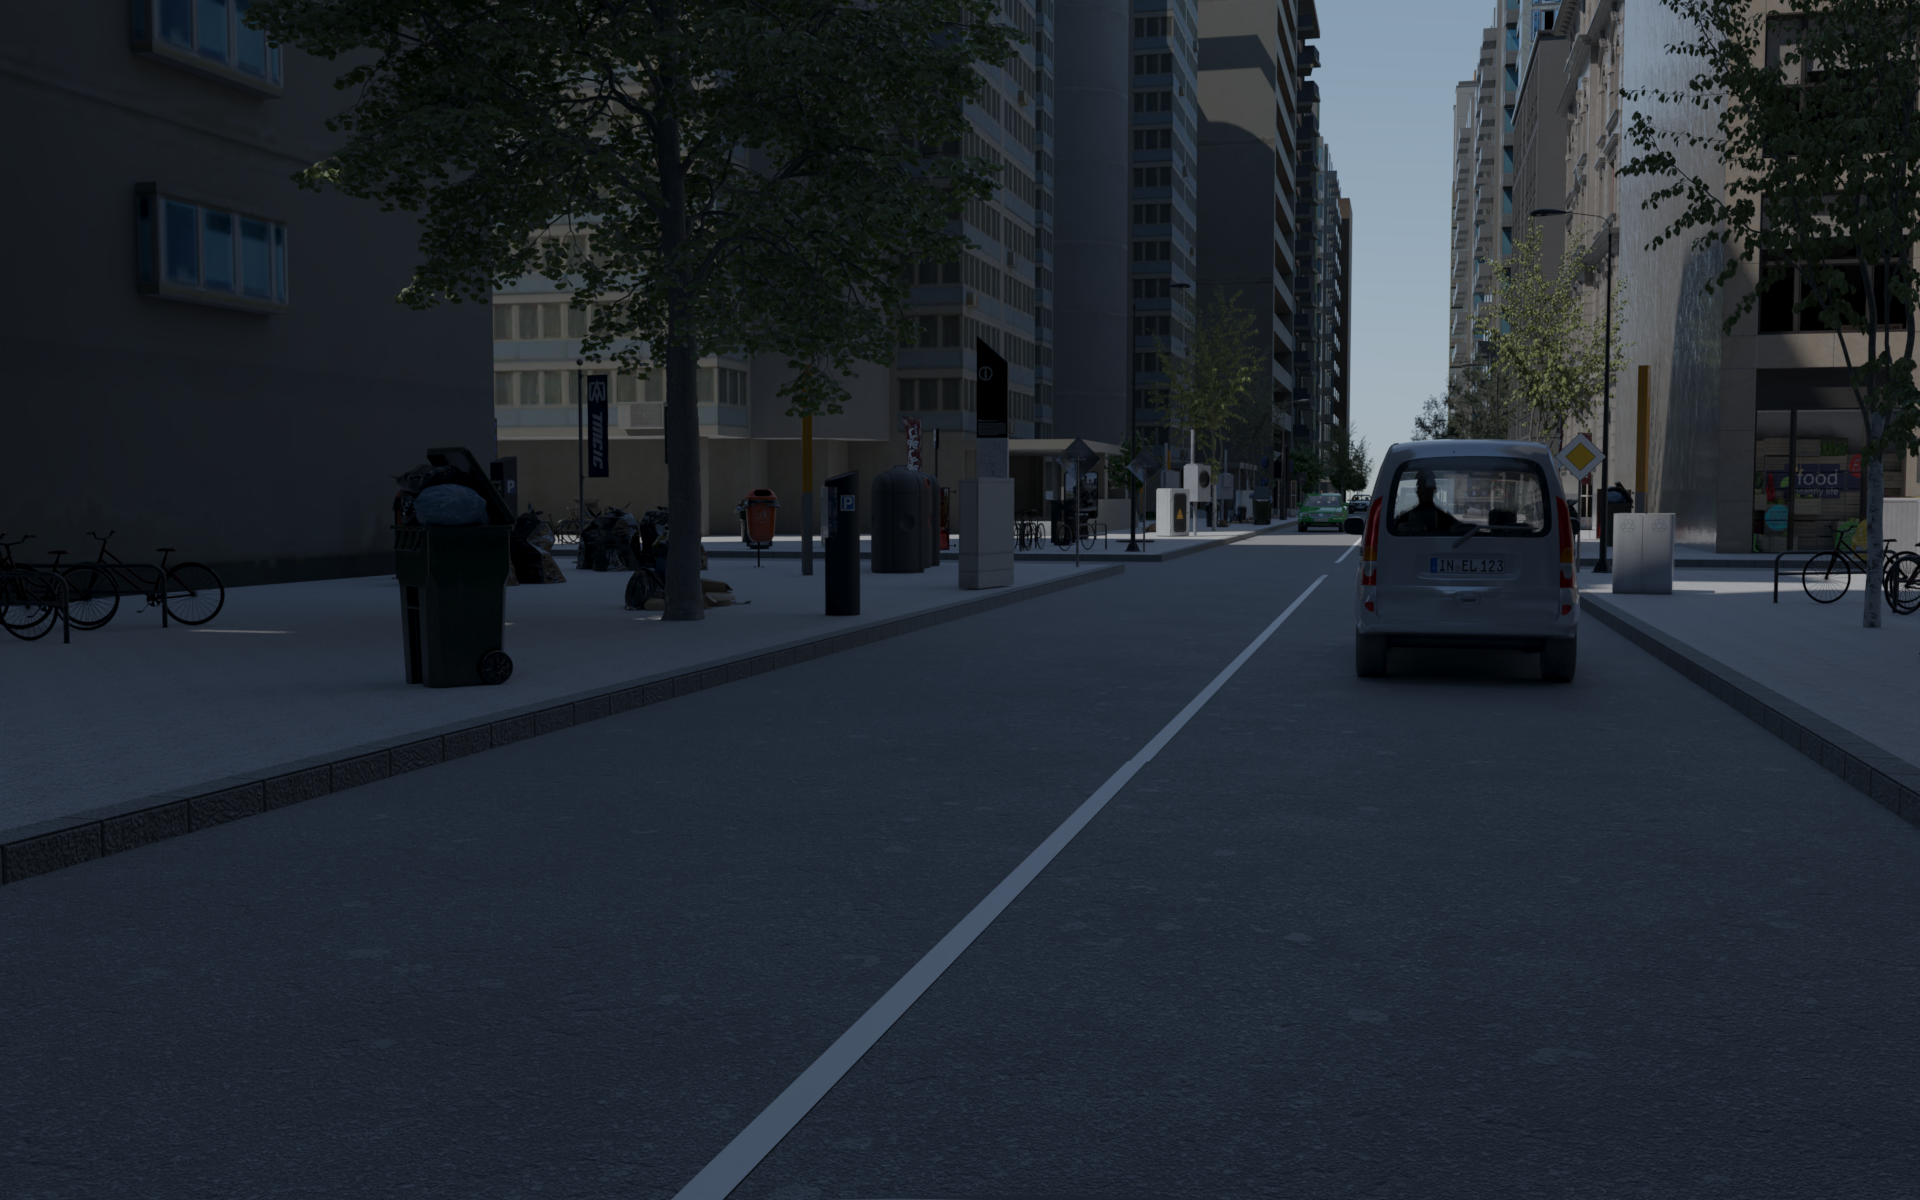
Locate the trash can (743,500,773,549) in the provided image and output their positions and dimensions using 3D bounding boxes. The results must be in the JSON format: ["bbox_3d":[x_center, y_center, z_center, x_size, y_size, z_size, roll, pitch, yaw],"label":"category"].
[{"bbox_3d":[-4.668,-1.751,40.289,0.748,1.137,0.748,0,3,0],"label":"trash can"}]

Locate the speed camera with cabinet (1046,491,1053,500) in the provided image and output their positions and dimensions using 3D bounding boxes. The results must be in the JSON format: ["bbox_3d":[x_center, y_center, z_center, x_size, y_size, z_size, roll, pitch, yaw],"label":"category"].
[{"bbox_3d":[3.927,-5.771,88.695,0.660,3.252,2.038,3,5,41],"label":"speed camera with cabinet"}]

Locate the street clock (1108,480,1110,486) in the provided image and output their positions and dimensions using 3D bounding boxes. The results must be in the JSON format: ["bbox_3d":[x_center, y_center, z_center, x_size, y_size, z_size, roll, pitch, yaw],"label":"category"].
[{"bbox_3d":[6.707,-4.353,75.737,0.471,2.002,0.358,2,4,25],"label":"street clock"}]

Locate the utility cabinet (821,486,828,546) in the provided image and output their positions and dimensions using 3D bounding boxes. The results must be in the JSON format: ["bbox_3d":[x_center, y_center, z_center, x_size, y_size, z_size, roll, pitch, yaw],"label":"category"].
[{"bbox_3d":[-3.042,-2.011,41.560,0.318,1.500,1.173,-1,4,-21],"label":"utility cabinet"}]

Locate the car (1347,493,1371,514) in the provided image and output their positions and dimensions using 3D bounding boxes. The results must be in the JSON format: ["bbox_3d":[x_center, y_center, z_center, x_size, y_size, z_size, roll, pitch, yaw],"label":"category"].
[{"bbox_3d":[29.343,-7.143,126.570,2.009,1.686,4.222,1,4,15],"label":"car"}]

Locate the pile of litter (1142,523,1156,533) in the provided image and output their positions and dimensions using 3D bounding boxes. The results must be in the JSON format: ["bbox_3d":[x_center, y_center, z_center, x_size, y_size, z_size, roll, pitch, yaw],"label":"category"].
[{"bbox_3d":[6.672,-2.716,58.364,1.176,0.858,1.719,2,4,27],"label":"pile of litter"}]

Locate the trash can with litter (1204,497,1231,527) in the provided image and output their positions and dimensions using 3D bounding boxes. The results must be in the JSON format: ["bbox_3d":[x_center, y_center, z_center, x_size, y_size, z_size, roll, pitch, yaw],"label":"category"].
[{"bbox_3d":[9.986,-3.401,67.001,1.055,1.170,0.624,3,5,40],"label":"trash can with litter"}]

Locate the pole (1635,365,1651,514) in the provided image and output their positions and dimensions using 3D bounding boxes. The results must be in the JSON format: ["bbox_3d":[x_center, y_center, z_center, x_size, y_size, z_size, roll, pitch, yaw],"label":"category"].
[{"bbox_3d":[10.834,-2.059,27.507,0.158,3.312,0.155,0,3,0],"label":"pole"}]

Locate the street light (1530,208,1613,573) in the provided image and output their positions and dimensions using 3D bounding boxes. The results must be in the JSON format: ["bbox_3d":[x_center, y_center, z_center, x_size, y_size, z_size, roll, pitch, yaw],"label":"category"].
[{"bbox_3d":[9.959,-3.405,28.209,1.470,5.913,1.316,1,4,14],"label":"street light"}]

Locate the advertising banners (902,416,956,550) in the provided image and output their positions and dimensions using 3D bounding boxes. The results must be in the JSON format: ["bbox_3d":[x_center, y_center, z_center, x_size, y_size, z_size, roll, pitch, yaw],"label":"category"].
[{"bbox_3d":[-0.426,-2.646,39.453,2.074,3.025,0.090,-2,4,-32],"label":"advertising banners"}]

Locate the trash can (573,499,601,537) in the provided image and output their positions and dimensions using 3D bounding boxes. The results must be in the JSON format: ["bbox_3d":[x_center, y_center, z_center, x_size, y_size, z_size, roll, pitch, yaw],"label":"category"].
[{"bbox_3d":[-10.336,-2.222,47.991,0.748,1.137,0.748,0,3,0],"label":"trash can"}]

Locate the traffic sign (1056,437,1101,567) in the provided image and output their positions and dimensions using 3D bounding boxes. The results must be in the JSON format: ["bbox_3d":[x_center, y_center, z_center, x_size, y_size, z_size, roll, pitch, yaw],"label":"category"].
[{"bbox_3d":[2.061,-1.631,30.302,0.795,2.450,0.064,1,4,14],"label":"traffic sign"}]

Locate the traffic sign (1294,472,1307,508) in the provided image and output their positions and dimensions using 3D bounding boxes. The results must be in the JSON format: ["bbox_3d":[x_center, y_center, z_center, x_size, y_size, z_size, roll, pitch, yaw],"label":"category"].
[{"bbox_3d":[19.905,-6.188,101.272,0.768,2.556,0.104,1,4,23],"label":"traffic sign"}]

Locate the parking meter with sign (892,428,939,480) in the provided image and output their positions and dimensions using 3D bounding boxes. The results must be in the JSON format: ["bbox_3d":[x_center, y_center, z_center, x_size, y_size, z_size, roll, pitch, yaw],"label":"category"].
[{"bbox_3d":[-1.445,-3.032,45.832,1.738,3.016,0.543,0,4,-8],"label":"parking meter with sign"}]

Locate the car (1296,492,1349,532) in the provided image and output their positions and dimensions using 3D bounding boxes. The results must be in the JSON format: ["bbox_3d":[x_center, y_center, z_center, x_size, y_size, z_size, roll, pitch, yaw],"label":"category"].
[{"bbox_3d":[13.934,-3.525,66.437,1.959,1.807,4.718,1,4,14],"label":"car"}]

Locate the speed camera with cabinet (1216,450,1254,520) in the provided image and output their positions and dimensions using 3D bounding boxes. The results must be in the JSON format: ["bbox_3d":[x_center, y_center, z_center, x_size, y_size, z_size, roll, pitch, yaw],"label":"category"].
[{"bbox_3d":[12.479,-5.104,77.788,2.038,3.252,0.660,-1,4,-17],"label":"speed camera with cabinet"}]

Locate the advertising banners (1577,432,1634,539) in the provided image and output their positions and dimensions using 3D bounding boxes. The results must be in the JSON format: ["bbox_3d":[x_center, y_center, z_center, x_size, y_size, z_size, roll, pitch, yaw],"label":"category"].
[{"bbox_3d":[18.452,-3.263,49.544,2.074,3.025,0.090,-1,4,-22],"label":"advertising banners"}]

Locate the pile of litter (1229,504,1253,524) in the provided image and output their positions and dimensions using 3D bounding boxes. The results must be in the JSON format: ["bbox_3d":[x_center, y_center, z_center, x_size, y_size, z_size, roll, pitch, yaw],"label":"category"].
[{"bbox_3d":[12.398,-3.747,75.228,1.719,0.858,1.176,0,4,-4],"label":"pile of litter"}]

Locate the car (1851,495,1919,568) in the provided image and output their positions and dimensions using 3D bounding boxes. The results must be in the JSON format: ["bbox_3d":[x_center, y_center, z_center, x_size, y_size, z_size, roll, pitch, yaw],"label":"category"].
[{"bbox_3d":[17.947,-1.237,30.452,3.980,1.641,2.015,1,4,13],"label":"car"}]

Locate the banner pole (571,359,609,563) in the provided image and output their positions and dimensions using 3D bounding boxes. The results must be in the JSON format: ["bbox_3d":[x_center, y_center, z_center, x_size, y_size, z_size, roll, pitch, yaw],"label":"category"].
[{"bbox_3d":[-6.824,-2.570,32.039,0.863,3.779,0.401,2,4,25],"label":"banner pole"}]

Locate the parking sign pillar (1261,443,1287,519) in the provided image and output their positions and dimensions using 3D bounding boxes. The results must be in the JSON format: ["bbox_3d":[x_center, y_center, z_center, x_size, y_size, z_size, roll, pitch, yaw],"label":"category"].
[{"bbox_3d":[16.122,-6.260,90.821,1.447,3.967,1.447,1,4,21],"label":"parking sign pillar"}]

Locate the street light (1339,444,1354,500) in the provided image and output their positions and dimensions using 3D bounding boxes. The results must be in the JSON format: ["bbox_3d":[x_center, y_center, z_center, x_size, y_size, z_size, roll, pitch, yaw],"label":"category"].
[{"bbox_3d":[35.441,-11.421,159.275,1.470,5.913,1.316,1,4,14],"label":"street light"}]

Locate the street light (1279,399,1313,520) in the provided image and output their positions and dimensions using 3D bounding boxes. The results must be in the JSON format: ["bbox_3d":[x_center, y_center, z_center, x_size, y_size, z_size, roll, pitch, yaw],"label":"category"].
[{"bbox_3d":[16.431,-6.882,85.064,1.470,5.913,1.316,1,4,14],"label":"street light"}]

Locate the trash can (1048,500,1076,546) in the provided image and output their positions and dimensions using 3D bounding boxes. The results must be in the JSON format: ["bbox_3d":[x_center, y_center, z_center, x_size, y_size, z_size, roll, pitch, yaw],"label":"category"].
[{"bbox_3d":[2.566,-1.929,43.190,0.748,1.137,0.748,0,3,0],"label":"trash can"}]

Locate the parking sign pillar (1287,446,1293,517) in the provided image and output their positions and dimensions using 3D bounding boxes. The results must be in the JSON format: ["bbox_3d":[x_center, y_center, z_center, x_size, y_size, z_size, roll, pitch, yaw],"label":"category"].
[{"bbox_3d":[18.420,-6.745,98.759,1.447,3.967,1.447,-2,4,-27],"label":"parking sign pillar"}]

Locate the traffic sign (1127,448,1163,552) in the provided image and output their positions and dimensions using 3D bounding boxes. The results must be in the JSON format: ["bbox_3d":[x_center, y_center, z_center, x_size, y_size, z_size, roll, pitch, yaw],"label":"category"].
[{"bbox_3d":[4.051,-2.104,38.036,0.795,2.450,0.064,1,4,14],"label":"traffic sign"}]

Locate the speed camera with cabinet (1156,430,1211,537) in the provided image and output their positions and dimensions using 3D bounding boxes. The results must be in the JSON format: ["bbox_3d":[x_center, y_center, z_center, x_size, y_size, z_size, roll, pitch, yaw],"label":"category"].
[{"bbox_3d":[6.813,-3.569,52.682,0.660,3.252,2.038,3,5,44],"label":"speed camera with cabinet"}]

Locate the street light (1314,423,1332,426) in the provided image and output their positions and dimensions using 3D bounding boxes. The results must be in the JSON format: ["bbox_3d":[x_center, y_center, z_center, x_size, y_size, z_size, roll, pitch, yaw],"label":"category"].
[{"bbox_3d":[23.434,-8.569,112.637,1.470,5.913,1.316,1,4,14],"label":"street light"}]

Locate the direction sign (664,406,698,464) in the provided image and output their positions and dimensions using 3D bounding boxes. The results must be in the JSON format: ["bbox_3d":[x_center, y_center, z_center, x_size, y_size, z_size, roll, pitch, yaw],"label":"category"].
[{"bbox_3d":[-7.215,-3.237,44.919,0.876,3.537,0.379,-1,4,-21],"label":"direction sign"}]

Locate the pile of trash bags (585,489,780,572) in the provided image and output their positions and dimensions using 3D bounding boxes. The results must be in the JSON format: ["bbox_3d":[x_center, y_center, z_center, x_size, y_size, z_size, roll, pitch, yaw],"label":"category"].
[{"bbox_3d":[-4.813,-1.222,29.729,3.447,1.369,1.912,-1,4,-16],"label":"pile of trash bags"}]

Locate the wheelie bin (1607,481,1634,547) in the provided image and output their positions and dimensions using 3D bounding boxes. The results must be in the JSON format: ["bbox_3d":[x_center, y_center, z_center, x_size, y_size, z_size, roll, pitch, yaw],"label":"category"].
[{"bbox_3d":[16.058,-2.105,42.324,0.693,1.594,0.980,1,4,13],"label":"wheelie bin"}]

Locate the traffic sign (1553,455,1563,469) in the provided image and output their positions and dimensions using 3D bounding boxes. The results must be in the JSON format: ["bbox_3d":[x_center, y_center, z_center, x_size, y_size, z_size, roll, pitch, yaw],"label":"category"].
[{"bbox_3d":[12.079,-1.976,35.957,0.795,2.450,0.064,1,4,14],"label":"traffic sign"}]

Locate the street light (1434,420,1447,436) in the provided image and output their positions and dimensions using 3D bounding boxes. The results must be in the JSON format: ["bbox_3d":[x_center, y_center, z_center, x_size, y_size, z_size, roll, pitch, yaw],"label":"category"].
[{"bbox_3d":[30.517,-8.296,108.174,1.470,5.913,1.316,1,4,14],"label":"street light"}]

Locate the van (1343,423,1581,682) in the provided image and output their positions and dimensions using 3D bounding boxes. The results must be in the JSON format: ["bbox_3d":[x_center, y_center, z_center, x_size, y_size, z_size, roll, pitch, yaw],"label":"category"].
[{"bbox_3d":[4.260,-0.471,14.720,2.013,2.044,4.112,1,4,15],"label":"van"}]

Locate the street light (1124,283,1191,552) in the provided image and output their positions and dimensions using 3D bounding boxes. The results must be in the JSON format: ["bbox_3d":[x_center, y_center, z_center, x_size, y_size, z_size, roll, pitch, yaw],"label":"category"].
[{"bbox_3d":[4.379,-4.022,38.307,1.470,5.913,1.316,1,4,14],"label":"street light"}]

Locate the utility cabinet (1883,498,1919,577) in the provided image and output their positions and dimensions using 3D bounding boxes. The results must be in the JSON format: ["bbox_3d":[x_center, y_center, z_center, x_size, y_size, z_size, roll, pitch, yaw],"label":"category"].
[{"bbox_3d":[15.207,-1.017,27.790,1.020,1.237,0.306,0,4,5],"label":"utility cabinet"}]

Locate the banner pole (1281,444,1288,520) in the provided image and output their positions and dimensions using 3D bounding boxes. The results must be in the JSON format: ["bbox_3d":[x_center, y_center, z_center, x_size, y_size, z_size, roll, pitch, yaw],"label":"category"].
[{"bbox_3d":[16.198,-5.918,86.771,0.401,3.779,0.863,2,4,24],"label":"banner pole"}]

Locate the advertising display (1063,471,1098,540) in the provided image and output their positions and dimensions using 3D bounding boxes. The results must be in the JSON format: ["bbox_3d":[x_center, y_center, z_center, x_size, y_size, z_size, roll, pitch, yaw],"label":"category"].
[{"bbox_3d":[3.403,-2.663,48.760,0.974,1.923,0.123,0,4,-7],"label":"advertising display"}]

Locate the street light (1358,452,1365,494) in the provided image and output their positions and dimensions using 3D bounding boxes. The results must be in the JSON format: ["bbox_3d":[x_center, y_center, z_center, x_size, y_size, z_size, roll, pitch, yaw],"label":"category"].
[{"bbox_3d":[43.945,-13.454,192.509,1.470,5.913,1.316,1,4,14],"label":"street light"}]

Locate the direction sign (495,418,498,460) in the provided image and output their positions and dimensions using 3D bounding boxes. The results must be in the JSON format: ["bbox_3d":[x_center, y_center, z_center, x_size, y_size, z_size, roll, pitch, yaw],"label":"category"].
[{"bbox_3d":[-14.225,-3.646,51.614,0.876,3.537,0.379,-1,4,-15],"label":"direction sign"}]

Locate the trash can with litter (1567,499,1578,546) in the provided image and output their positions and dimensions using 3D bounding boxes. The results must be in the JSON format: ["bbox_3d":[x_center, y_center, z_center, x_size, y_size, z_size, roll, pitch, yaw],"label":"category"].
[{"bbox_3d":[14.133,-1.815,41.069,0.624,1.170,1.055,-2,4,-31],"label":"trash can with litter"}]

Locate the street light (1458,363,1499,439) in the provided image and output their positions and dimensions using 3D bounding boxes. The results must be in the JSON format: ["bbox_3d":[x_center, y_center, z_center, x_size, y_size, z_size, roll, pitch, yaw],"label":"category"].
[{"bbox_3d":[18.443,-5.432,61.356,1.470,5.913,1.316,1,4,14],"label":"street light"}]

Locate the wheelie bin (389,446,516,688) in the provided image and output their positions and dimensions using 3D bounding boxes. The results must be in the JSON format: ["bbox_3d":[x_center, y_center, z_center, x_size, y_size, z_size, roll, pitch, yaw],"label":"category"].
[{"bbox_3d":[-3.424,-0.231,11.680,0.693,1.594,0.980,-3,5,-39],"label":"wheelie bin"}]

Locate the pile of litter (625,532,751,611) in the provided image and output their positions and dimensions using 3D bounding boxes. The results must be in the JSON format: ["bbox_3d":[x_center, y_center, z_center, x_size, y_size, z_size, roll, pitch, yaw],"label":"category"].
[{"bbox_3d":[-3.097,-0.353,19.729,1.719,0.858,1.176,-3,4,-36],"label":"pile of litter"}]

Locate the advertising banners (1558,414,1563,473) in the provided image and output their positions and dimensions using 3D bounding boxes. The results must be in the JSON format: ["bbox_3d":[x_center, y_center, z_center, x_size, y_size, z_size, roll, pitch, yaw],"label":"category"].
[{"bbox_3d":[13.304,-2.600,38.693,0.090,3.025,2.074,1,4,14],"label":"advertising banners"}]

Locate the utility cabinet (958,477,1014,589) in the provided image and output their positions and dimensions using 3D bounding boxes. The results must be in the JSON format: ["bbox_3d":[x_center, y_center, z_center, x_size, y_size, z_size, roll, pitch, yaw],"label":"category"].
[{"bbox_3d":[0.355,-0.915,23.631,0.318,1.500,1.173,2,4,26],"label":"utility cabinet"}]

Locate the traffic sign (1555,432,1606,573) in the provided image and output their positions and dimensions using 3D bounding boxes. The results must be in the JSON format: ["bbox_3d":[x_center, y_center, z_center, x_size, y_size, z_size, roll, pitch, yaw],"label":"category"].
[{"bbox_3d":[10.089,-1.503,28.223,0.795,2.450,0.064,1,4,14],"label":"traffic sign"}]

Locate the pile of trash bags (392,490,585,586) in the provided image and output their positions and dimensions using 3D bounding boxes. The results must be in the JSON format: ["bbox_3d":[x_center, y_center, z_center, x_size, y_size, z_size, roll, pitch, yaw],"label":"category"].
[{"bbox_3d":[-7.326,-0.953,25.331,3.447,1.369,1.912,3,5,44],"label":"pile of trash bags"}]

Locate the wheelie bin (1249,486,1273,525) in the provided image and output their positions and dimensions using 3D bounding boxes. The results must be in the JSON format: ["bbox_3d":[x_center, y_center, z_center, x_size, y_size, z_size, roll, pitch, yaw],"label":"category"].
[{"bbox_3d":[12.856,-4.013,73.517,0.693,1.594,0.980,-2,4,-27],"label":"wheelie bin"}]

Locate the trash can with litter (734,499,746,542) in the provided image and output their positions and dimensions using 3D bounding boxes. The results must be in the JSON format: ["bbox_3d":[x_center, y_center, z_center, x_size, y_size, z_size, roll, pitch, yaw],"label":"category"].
[{"bbox_3d":[-5.529,-2.117,45.998,0.624,1.170,1.055,1,4,15],"label":"trash can with litter"}]

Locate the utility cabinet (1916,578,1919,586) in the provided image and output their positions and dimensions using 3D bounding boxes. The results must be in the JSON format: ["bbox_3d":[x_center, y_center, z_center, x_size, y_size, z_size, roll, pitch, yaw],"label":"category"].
[{"bbox_3d":[13.838,-0.800,24.244,1.020,1.237,0.306,-2,4,-29],"label":"utility cabinet"}]
